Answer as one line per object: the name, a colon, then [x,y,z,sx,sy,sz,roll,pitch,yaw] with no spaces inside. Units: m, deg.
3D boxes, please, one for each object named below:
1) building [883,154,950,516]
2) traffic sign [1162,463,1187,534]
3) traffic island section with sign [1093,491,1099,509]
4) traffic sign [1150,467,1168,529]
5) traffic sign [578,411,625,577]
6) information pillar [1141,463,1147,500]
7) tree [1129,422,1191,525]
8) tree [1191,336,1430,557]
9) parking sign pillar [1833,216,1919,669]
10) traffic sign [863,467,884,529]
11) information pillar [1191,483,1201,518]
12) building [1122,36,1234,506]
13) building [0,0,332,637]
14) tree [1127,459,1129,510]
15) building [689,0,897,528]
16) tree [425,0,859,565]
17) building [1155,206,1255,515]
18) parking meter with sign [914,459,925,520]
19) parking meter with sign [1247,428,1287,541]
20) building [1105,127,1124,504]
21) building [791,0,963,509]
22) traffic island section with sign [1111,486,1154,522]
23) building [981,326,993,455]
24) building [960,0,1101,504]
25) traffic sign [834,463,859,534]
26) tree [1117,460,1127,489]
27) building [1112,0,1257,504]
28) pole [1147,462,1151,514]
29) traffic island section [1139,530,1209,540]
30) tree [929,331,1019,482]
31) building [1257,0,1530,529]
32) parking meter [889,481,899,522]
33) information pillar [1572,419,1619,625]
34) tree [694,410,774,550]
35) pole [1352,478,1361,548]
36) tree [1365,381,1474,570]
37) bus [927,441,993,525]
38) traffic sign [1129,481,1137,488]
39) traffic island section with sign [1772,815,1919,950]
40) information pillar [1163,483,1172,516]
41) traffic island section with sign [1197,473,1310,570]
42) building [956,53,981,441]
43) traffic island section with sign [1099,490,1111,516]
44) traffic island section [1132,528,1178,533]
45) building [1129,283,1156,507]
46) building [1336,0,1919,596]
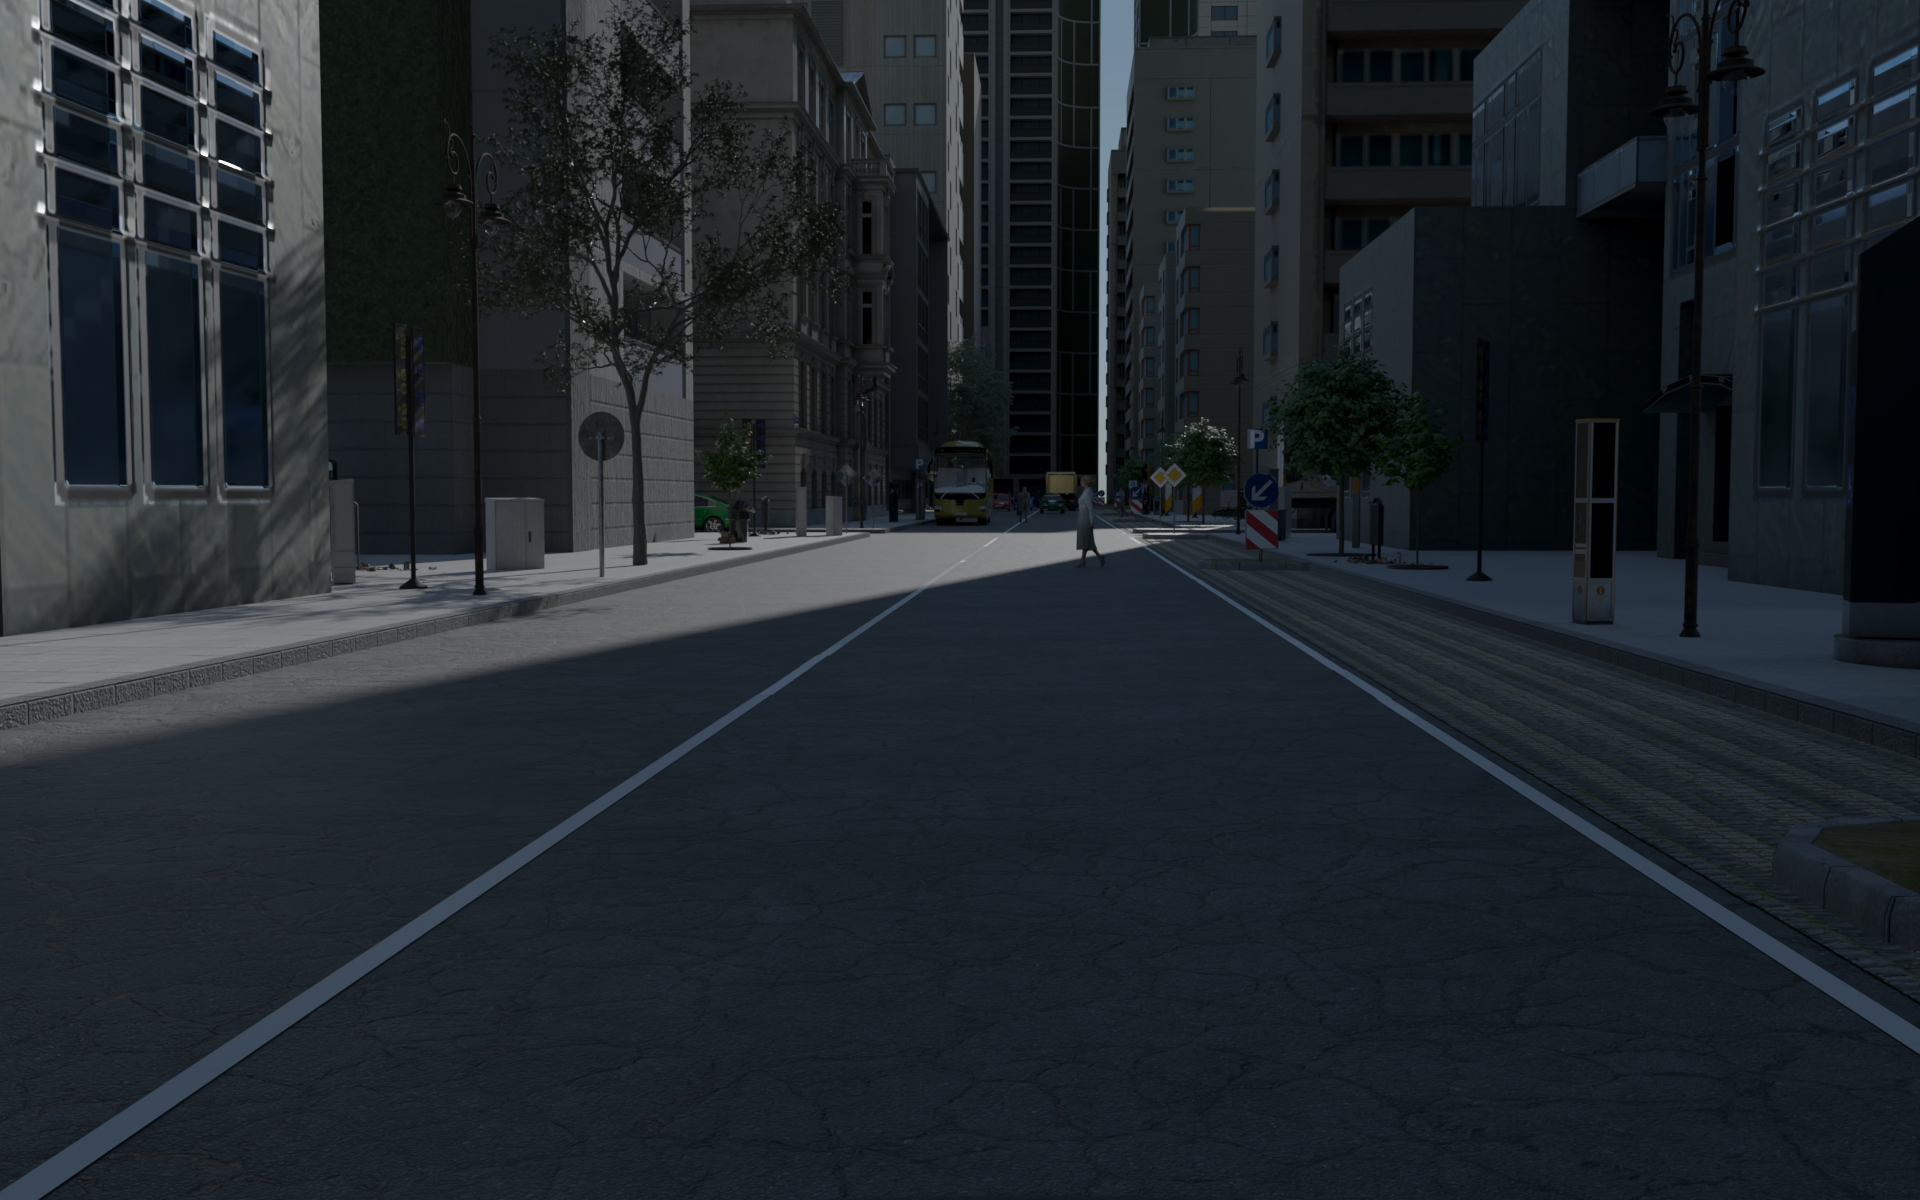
building: [-8.713,-18.110,115.160,14.314,24.678,30.058,0,4,3]
traffic sign: [6.883,-3.180,55.634,0.795,2.450,0.064,0,4,3]
traffic island section with sign: [13.418,-9.604,165.654,1.989,1.847,2.006,0,4,3]
traffic sign: [7.355,-3.667,63.605,0.795,2.450,0.064,0,4,3]
traffic sign: [-5.542,-1.629,26.742,0.768,2.556,0.104,1,4,13]
information pillar: [13.818,-8.457,129.624,0.504,3.616,0.183,-1,4,-19]
tree: [10.218,-5.405,72.089,4.285,4.588,4.351,0,3,0]
tree: [7.911,-3.203,36.081,4.285,4.588,4.351,0,3,0]
parking sign pillar: [7.471,-1.506,13.102,1.447,3.967,1.447,1,4,20]
traffic sign: [-3.220,-3.707,64.249,0.795,2.450,0.064,0,4,3]
information pillar: [12.770,-6.245,93.463,0.504,3.616,0.183,-1,4,-17]
building: [28.350,-34.074,180.803,21.300,48.544,21.600,0,4,3]
building: [-18.230,-42.343,4.976,22.319,86.520,31.000,0,4,3]
tree: [10.342,-5.825,78.950,4.285,4.588,4.351,0,3,0]
building: [-10.392,-16.116,82.582,14.460,24.649,34.723,0,4,3]
tree: [-5.683,-5.926,31.300,8.767,10.594,7.601,1,4,12]
building: [28.187,-16.698,118.055,27.650,21.520,28.899,0,4,3]
parking meter with sign: [-1.957,-5.474,85.755,0.543,3.016,1.738,0,4,1]
parking meter with sign: [8.342,-3.095,46.866,0.543,3.016,1.738,2,4,31]
building: [30.299,-37.168,231.390,21.600,48.544,21.300,0,4,3]
building: [-13.695,-34.511,153.498,28.713,52.752,27.495,0,4,3]
traffic island section with sign: [8.838,-4.869,88.237,1.989,1.847,2.006,0,4,3]
building: [-11.130,-21.815,201.711,28.899,21.520,27.650,0,4,3]
building: [8.410,-48.537,231.829,20.611,71.187,20.563,0,4,3]
traffic sign: [-3.691,-3.219,56.278,0.795,2.450,0.064,0,4,3]
tree: [14.444,-9.602,140.704,4.285,4.588,4.351,0,3,0]
building: [28.494,-46.664,201.206,20.563,71.187,20.611,0,4,3]
pole: [12.192,-7.212,111.757,0.158,3.312,0.155,0,3,0]
traffic island section: [6.907,-2.045,55.710,2.009,0.180,2.903,0,4,3]
tree: [-0.295,-13.965,134.990,9.857,13.997,8.962,0,3,0]
building: [23.493,-27.434,72.240,21.600,48.544,21.300,0,4,3]
parking meter: [-3.015,-4.475,78.882,0.399,1.863,0.255,2,4,28]
information pillar: [6.258,-0.769,17.069,0.304,2.012,0.304,0,4,-7]
tree: [-5.397,-2.772,39.929,1.663,3.219,1.824,0,3,0]
pole: [9.398,-2.885,41.010,0.158,3.312,0.155,0,3,0]
tree: [7.750,-2.150,29.760,1.663,3.219,1.824,0,3,0]
bus: [0.226,-5.617,83.379,2.896,3.916,12.252,0,4,2]
traffic sign: [13.222,-7.966,132.381,0.606,2.300,0.079,1,4,11]
traffic island section with sign: [3.954,0.171,5.835,1.989,1.847,2.006,0,4,3]
information pillar: [12.136,-6.702,100.932,0.504,3.616,0.183,-3,5,-39]
traffic island section with sign: [5.592,-1.506,33.252,1.989,1.847,2.006,0,4,3]
building: [-5.108,-32.046,174.063,14.600,45.320,14.200,0,4,3]
traffic island section with sign: [10.459,-6.535,115.469,1.989,1.847,2.006,0,4,3]
traffic island section: [7.379,-2.532,63.681,2.009,0.180,2.903,0,4,3]
building: [29.706,-19.011,155.865,27.650,21.520,28.899,0,4,3]
building: [21.025,-43.933,30.973,22.319,86.520,31.000,0,4,3]
